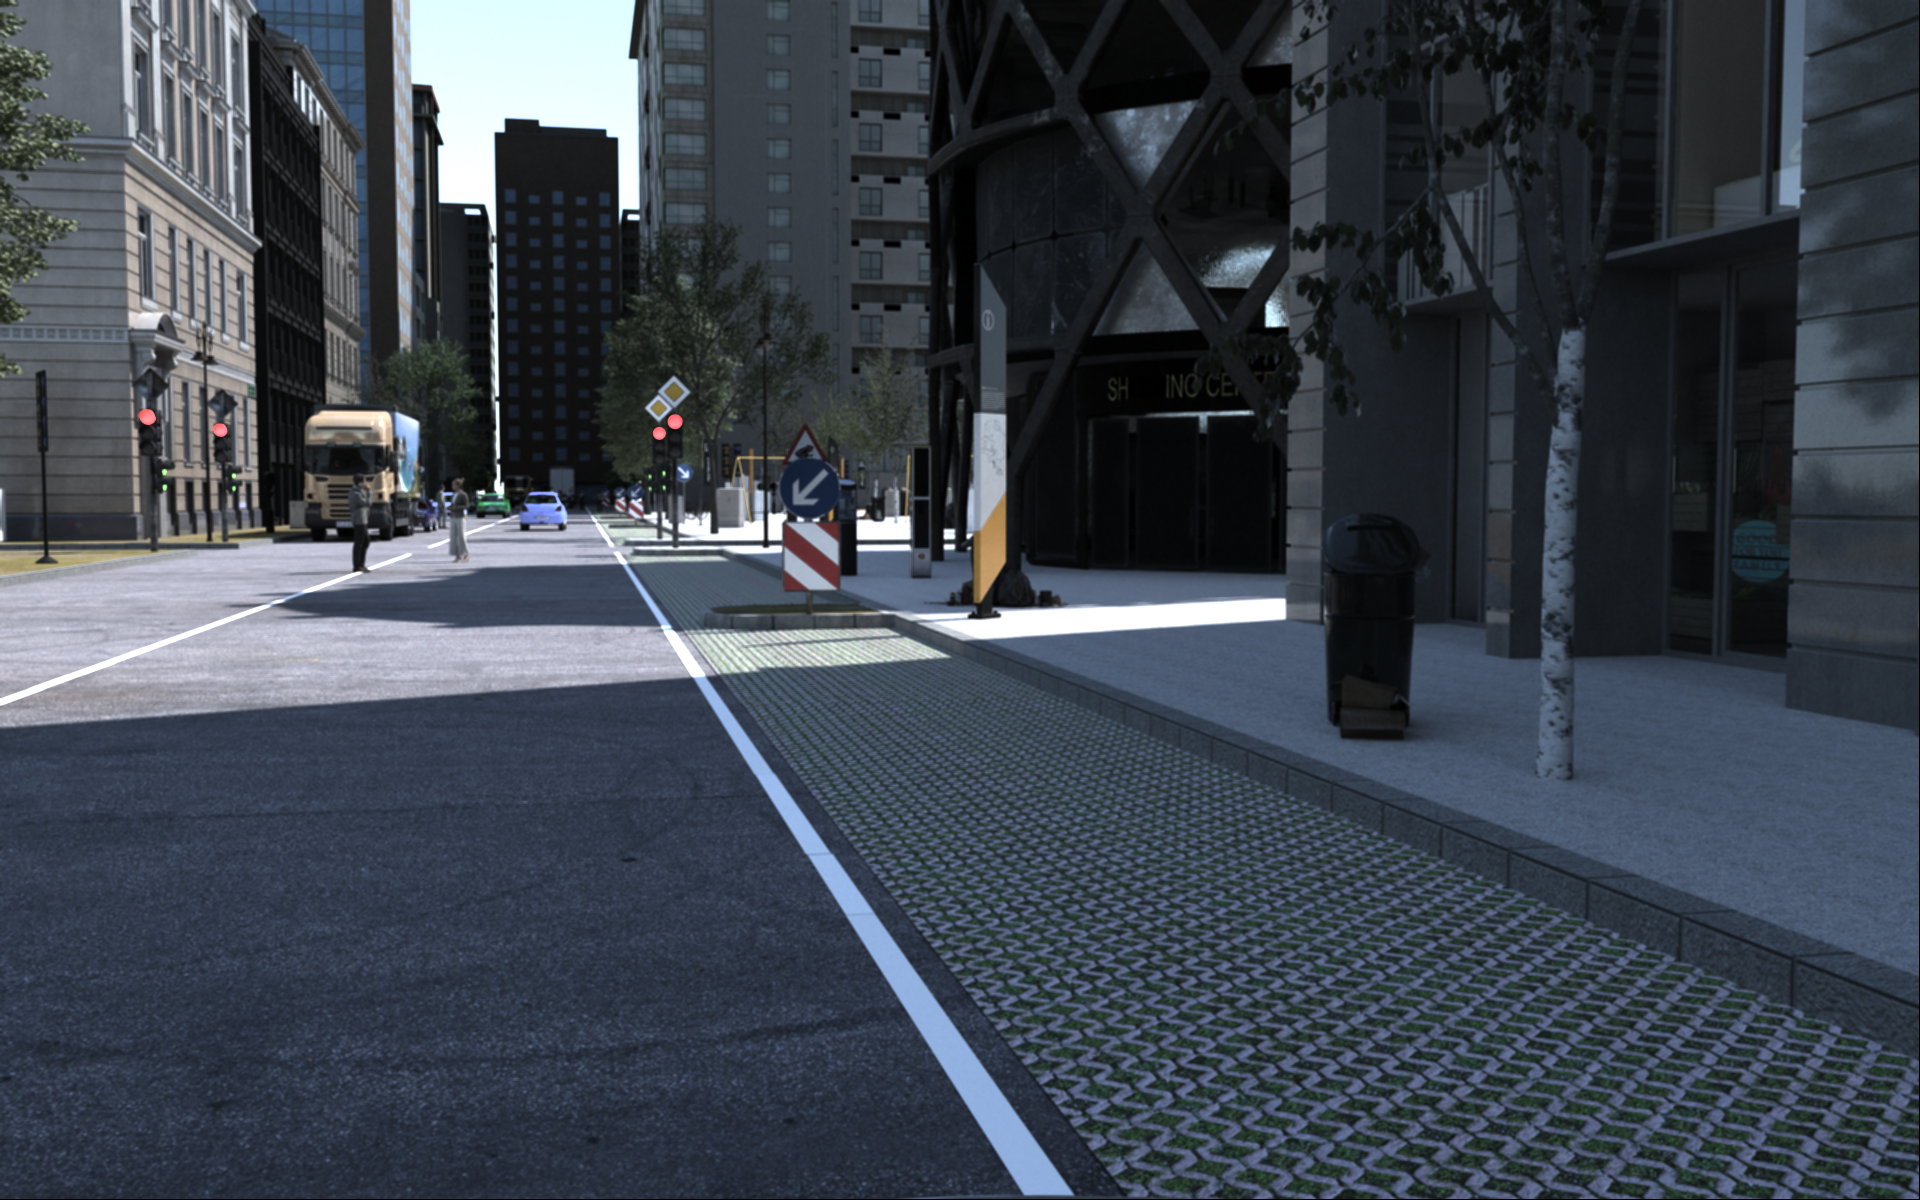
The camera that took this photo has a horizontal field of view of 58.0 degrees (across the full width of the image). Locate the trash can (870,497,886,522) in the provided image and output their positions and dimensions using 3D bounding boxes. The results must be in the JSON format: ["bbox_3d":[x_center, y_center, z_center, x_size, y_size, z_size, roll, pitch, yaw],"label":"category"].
[{"bbox_3d":[-3.806,-4.220,80.653,0.748,1.137,0.748,0,3,0],"label":"trash can"}]

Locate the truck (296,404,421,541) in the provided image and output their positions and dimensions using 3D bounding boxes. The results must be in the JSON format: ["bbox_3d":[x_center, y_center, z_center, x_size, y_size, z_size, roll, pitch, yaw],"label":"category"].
[{"bbox_3d":[-19.335,-4.121,56.293,2.839,4.237,11.283,-1,4,-12],"label":"truck"}]

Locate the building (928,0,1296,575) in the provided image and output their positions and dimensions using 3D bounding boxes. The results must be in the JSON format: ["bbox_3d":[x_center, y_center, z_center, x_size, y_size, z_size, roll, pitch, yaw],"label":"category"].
[{"bbox_3d":[7.561,-10.147,33.360,16.820,18.784,16.811,-1,4,-12],"label":"building"}]

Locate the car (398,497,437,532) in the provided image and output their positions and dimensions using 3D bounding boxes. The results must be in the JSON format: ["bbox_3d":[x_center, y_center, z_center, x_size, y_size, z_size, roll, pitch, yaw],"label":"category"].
[{"bbox_3d":[-20.989,-3.276,66.141,1.945,1.354,3.894,-1,4,-12],"label":"car"}]

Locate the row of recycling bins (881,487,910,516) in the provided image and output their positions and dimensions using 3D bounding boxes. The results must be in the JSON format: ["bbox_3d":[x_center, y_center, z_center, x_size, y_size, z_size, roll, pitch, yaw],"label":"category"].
[{"bbox_3d":[-2.940,-5.735,100.879,3.534,1.692,1.069,1,4,18],"label":"row of recycling bins"}]

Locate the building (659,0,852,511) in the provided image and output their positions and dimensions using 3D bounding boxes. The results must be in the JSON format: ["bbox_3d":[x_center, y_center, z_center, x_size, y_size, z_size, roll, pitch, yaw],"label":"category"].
[{"bbox_3d":[-16.286,-27.621,135.199,14.154,41.232,14.086,-1,4,-12],"label":"building"}]

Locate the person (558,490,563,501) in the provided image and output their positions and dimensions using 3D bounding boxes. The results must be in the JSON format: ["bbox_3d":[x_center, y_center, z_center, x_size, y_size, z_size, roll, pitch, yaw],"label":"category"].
[{"bbox_3d":[-29.139,-7.126,125.734,0.721,1.743,1.217,1,4,11],"label":"person"}]

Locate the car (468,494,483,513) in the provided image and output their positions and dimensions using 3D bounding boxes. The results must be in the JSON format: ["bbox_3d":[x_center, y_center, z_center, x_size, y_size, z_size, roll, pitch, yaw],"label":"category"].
[{"bbox_3d":[-36.715,-7.402,132.820,2.131,1.459,4.920,-1,4,-14],"label":"car"}]

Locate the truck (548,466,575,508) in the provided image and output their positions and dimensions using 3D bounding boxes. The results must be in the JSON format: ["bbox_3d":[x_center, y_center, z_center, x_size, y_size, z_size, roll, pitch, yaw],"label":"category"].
[{"bbox_3d":[-41.738,-11.787,181.628,2.839,4.237,11.283,-1,4,-13],"label":"truck"}]

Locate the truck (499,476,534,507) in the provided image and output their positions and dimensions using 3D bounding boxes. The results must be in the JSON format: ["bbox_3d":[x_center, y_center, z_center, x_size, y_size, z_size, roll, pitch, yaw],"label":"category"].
[{"bbox_3d":[-46.758,-11.471,183.466,3.469,3.379,9.791,-1,4,-11],"label":"truck"}]

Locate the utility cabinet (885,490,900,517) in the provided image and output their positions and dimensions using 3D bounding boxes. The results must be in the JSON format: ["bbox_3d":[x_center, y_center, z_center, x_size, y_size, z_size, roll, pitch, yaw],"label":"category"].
[{"bbox_3d":[-3.728,-5.276,94.948,0.318,1.500,1.173,-2,4,-31],"label":"utility cabinet"}]

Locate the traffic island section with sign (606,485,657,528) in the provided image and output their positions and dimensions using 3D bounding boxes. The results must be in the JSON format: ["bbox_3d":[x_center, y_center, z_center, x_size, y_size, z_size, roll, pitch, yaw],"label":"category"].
[{"bbox_3d":[-13.861,-3.959,73.358,1.989,1.847,2.006,-1,4,-12],"label":"traffic island section with sign"}]

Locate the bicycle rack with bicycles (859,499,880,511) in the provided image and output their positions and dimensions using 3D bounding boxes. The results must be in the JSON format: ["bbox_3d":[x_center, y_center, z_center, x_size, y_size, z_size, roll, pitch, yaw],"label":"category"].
[{"bbox_3d":[-6.109,-6.839,125.195,2.852,0.926,2.925,-1,4,-20],"label":"bicycle rack with bicycles"}]

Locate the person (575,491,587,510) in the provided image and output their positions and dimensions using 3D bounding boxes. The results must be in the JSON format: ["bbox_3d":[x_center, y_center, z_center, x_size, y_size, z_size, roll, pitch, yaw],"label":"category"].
[{"bbox_3d":[-33.661,-8.853,153.969,1.217,1.736,0.721,2,4,25],"label":"person"}]

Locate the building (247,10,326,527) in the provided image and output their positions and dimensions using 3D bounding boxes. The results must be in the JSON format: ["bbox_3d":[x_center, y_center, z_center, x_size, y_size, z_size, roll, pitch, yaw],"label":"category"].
[{"bbox_3d":[-34.425,-14.876,72.898,12.332,23.373,15.834,-1,4,-12],"label":"building"}]

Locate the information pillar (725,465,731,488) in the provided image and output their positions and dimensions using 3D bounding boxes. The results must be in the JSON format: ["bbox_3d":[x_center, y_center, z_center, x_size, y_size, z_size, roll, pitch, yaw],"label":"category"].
[{"bbox_3d":[-16.315,-7.989,121.970,0.504,3.616,0.183,-2,4,-24],"label":"information pillar"}]

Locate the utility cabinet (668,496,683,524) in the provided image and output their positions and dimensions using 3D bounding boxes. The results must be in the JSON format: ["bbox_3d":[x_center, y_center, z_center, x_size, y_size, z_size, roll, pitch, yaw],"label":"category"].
[{"bbox_3d":[-12.397,-3.935,75.501,0.306,1.237,1.020,-2,4,-31],"label":"utility cabinet"}]

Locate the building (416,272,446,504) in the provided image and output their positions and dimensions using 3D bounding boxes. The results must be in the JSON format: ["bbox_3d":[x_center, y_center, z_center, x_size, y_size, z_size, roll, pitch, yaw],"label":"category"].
[{"bbox_3d":[-58.472,-18.317,144.519,27.650,21.520,28.899,-1,4,-12],"label":"building"}]

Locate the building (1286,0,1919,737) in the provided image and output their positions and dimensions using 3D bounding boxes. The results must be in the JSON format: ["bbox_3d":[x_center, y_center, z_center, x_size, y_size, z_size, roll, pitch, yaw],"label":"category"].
[{"bbox_3d":[11.759,-13.831,3.625,11.434,29.767,29.804,-1,4,-12],"label":"building"}]

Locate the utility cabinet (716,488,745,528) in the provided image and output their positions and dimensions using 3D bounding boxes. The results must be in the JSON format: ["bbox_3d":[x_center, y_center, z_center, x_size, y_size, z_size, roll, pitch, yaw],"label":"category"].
[{"bbox_3d":[-8.643,-3.452,65.113,1.173,1.500,0.318,3,4,36],"label":"utility cabinet"}]

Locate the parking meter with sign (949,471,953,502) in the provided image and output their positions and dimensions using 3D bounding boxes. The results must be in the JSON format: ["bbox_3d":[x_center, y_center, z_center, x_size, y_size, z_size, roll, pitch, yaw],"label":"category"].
[{"bbox_3d":[-0.178,-6.119,96.303,0.543,3.016,1.738,1,4,12],"label":"parking meter with sign"}]

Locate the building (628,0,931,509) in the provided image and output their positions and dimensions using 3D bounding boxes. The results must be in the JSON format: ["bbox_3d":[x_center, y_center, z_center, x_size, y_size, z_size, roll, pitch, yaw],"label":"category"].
[{"bbox_3d":[-19.984,-36.381,184.068,28.713,52.752,27.495,-1,4,-12],"label":"building"}]

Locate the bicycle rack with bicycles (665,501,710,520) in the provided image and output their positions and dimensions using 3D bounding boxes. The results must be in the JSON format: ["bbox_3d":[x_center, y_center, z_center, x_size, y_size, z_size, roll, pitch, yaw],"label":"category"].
[{"bbox_3d":[-13.509,-4.474,86.526,2.925,0.926,2.852,1,4,21],"label":"bicycle rack with bicycles"}]

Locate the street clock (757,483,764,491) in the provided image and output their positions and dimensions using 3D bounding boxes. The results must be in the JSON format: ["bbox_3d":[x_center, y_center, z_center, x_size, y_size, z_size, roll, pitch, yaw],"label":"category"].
[{"bbox_3d":[-13.054,-6.678,113.759,0.471,2.002,0.358,1,4,16],"label":"street clock"}]

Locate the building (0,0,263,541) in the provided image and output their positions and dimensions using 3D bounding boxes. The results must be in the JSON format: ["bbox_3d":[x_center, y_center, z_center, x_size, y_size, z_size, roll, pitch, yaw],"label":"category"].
[{"bbox_3d":[-30.908,-16.467,55.136,13.634,28.700,20.117,-1,4,-12],"label":"building"}]

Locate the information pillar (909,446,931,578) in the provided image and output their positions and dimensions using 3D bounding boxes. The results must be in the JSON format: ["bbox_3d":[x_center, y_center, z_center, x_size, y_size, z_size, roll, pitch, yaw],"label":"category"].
[{"bbox_3d":[-0.604,-1.344,26.460,0.304,2.012,0.304,-1,4,-8],"label":"information pillar"}]

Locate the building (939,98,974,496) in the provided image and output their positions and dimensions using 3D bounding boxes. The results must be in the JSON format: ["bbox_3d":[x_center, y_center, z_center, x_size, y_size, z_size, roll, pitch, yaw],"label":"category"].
[{"bbox_3d":[-13.962,-34.743,157.291,28.713,52.752,27.495,-1,4,-12],"label":"building"}]

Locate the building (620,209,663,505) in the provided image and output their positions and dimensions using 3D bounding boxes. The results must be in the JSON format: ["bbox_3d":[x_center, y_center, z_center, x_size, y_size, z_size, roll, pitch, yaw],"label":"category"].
[{"bbox_3d":[-32.062,-32.555,224.154,23.993,40.220,32.217,-1,4,-12],"label":"building"}]

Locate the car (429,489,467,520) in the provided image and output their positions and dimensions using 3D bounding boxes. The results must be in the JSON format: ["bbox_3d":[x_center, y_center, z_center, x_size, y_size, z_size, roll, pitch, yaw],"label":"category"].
[{"bbox_3d":[-27.995,-5.208,94.735,1.945,1.707,3.694,-1,4,-10],"label":"car"}]

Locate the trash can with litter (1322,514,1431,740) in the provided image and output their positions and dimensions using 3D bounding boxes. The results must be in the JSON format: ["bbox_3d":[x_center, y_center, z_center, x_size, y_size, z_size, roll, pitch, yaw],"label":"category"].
[{"bbox_3d":[2.298,0.120,9.433,0.624,1.170,1.055,1,4,8],"label":"trash can with litter"}]

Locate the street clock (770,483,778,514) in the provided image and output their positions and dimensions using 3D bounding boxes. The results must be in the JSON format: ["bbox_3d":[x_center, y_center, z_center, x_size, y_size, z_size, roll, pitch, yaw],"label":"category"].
[{"bbox_3d":[-11.771,-6.429,109.679,0.471,2.002,0.358,0,4,7],"label":"street clock"}]

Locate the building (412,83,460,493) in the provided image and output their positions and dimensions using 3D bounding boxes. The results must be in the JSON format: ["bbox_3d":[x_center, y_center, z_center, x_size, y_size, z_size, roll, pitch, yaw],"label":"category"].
[{"bbox_3d":[-66.449,-31.988,177.632,28.867,44.769,22.147,-1,4,-12],"label":"building"}]

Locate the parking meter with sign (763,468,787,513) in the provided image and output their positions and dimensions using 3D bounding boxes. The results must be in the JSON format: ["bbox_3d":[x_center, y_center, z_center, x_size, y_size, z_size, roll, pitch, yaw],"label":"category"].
[{"bbox_3d":[-12.252,-7.289,115.431,1.738,3.016,0.543,-1,4,-13],"label":"parking meter with sign"}]

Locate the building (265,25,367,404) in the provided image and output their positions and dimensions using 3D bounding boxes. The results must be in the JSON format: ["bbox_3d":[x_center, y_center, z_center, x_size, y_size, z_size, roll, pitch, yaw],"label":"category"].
[{"bbox_3d":[-39.545,-18.062,92.572,12.463,27.353,25.104,-1,4,-12],"label":"building"}]

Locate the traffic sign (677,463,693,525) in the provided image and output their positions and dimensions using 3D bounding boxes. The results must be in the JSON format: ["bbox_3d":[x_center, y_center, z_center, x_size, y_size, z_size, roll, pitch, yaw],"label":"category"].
[{"bbox_3d":[-11.521,-4.412,72.246,0.768,2.556,0.104,-1,4,-10],"label":"traffic sign"}]

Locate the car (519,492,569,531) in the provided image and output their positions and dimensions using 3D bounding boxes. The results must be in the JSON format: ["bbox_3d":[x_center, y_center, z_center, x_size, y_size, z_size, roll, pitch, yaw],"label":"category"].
[{"bbox_3d":[-16.519,-3.616,68.710,1.945,1.707,3.694,-1,4,-11],"label":"car"}]

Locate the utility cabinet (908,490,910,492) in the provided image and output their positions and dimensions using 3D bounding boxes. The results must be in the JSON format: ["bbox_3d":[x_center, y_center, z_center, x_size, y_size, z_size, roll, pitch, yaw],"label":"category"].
[{"bbox_3d":[-2.927,-5.887,104.936,0.318,1.500,1.173,2,4,28],"label":"utility cabinet"}]

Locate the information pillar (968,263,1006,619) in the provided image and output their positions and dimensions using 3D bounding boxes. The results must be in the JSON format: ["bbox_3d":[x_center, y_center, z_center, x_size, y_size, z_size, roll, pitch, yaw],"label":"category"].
[{"bbox_3d":[0.302,-1.622,17.870,0.183,3.616,0.504,3,4,36],"label":"information pillar"}]

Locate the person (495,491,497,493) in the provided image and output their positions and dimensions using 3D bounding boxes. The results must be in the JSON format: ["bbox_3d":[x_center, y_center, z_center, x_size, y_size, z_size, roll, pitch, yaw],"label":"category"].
[{"bbox_3d":[-42.225,-9.060,157.341,0.721,1.736,1.217,-2,4,-35],"label":"person"}]

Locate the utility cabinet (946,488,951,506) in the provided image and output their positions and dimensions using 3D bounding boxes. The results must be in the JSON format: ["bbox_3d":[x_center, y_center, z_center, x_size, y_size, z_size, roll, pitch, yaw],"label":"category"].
[{"bbox_3d":[-0.947,-3.602,67.578,1.173,1.500,0.318,0,4,4],"label":"utility cabinet"}]

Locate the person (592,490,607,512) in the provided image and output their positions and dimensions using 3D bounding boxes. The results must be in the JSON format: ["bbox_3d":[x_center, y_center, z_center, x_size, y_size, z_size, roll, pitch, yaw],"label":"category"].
[{"bbox_3d":[-28.500,-7.807,136.861,1.217,1.736,0.721,0,4,7],"label":"person"}]

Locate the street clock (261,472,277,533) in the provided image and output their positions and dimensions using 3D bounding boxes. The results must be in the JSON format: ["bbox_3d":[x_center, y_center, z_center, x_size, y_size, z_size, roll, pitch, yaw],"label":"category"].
[{"bbox_3d":[-22.896,-3.233,57.434,0.358,2.002,0.471,2,4,25],"label":"street clock"}]

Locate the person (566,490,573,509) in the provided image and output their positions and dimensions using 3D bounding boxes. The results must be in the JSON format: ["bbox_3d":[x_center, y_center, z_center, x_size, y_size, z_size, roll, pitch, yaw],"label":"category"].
[{"bbox_3d":[-38.152,-9.853,169.471,0.709,1.838,0.599,1,4,15],"label":"person"}]

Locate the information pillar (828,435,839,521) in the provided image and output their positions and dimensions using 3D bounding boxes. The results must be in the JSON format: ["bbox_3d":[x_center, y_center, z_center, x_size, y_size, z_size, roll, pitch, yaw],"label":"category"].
[{"bbox_3d":[-5.076,-4.772,69.370,0.183,3.616,0.504,3,5,44],"label":"information pillar"}]

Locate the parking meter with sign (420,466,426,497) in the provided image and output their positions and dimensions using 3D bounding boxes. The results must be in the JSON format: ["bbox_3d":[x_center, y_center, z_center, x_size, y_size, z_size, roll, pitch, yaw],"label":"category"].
[{"bbox_3d":[-33.610,-6.824,107.838,0.543,3.016,1.738,-1,4,-13],"label":"parking meter with sign"}]

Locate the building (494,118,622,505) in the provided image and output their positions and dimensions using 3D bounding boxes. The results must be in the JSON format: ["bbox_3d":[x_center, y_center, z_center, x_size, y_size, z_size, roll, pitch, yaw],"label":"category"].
[{"bbox_3d":[-48.663,-34.283,210.632,14.200,45.320,14.600,-1,4,-12],"label":"building"}]

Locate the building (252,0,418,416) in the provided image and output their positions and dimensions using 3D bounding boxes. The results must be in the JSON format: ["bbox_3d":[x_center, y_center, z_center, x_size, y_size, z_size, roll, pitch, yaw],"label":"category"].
[{"bbox_3d":[-46.947,-28.994,124.158,14.600,45.320,14.200,-1,4,-12],"label":"building"}]

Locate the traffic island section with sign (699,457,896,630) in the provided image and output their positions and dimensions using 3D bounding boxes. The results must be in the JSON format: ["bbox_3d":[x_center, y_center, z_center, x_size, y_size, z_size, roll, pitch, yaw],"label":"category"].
[{"bbox_3d":[-1.858,-0.641,19.115,1.989,1.847,2.006,-1,4,-12],"label":"traffic island section with sign"}]

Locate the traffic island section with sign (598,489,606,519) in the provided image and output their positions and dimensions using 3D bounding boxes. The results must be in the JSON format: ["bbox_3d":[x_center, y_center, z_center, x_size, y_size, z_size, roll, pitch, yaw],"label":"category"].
[{"bbox_3d":[-19.675,-5.569,99.681,1.989,1.847,2.006,-1,4,-12],"label":"traffic island section with sign"}]

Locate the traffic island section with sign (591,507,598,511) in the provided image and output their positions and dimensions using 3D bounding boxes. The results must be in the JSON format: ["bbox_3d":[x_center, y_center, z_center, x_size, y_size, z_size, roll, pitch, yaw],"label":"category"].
[{"bbox_3d":[-30.422,-8.543,148.306,1.989,1.847,2.006,-1,4,-12],"label":"traffic island section with sign"}]

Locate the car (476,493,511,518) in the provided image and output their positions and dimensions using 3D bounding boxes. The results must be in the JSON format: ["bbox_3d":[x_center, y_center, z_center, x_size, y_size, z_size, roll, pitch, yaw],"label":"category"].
[{"bbox_3d":[-28.298,-5.889,105.076,1.959,1.807,4.718,-1,4,-11],"label":"car"}]

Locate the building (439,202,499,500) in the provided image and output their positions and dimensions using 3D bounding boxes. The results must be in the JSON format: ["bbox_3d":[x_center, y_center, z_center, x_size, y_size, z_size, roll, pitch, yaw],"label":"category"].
[{"bbox_3d":[-70.218,-32.038,215.710,23.993,40.220,32.217,-1,4,-12],"label":"building"}]

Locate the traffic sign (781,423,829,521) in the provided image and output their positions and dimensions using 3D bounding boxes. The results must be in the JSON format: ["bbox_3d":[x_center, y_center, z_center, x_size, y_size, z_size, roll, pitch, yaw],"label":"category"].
[{"bbox_3d":[-2.848,-1.953,31.929,0.884,2.594,0.081,-1,4,-12],"label":"traffic sign"}]
